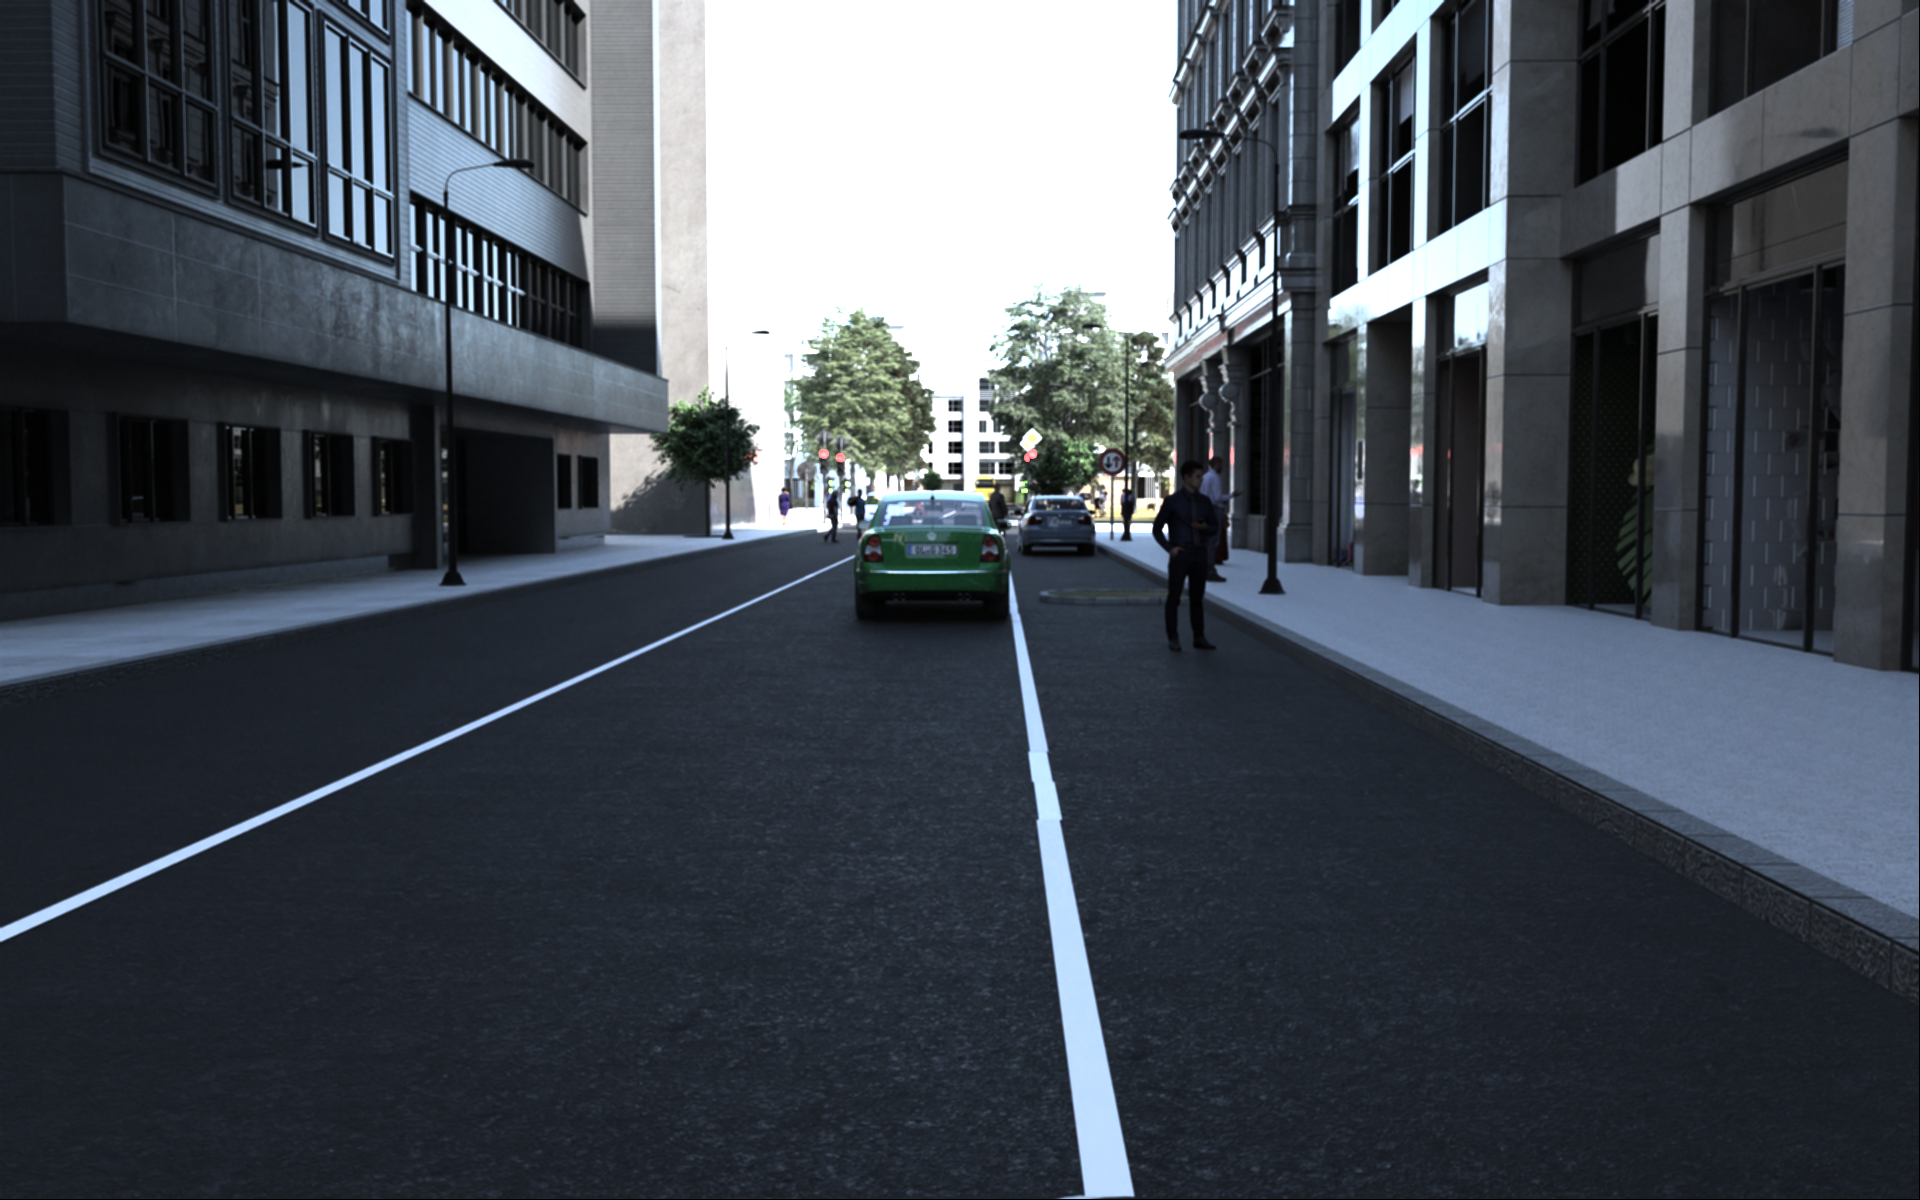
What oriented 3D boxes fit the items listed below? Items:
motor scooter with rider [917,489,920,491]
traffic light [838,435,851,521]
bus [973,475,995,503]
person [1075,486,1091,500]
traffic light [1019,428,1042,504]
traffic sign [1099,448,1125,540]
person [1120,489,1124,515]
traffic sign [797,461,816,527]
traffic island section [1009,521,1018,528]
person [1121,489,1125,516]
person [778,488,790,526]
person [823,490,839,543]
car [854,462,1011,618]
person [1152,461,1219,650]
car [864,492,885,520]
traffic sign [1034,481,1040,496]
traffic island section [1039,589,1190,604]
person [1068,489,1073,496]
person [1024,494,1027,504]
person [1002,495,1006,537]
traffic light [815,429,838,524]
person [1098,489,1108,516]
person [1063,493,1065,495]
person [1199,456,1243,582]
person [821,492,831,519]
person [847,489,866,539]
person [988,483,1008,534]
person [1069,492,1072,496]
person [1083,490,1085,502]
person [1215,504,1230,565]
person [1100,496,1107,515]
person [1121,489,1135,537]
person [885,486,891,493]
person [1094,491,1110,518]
[{"bbox_3d":[-2.359,-5.292,95.487,0.876,1.779,1.986,0,4,-1],"label":"motor scooter with rider"},{"bbox_3d":[-5.567,-5.637,81.413,0.839,4.213,0.868,0,4,1],"label":"traffic light"},{"bbox_3d":[3.210,-14.449,227.789,2.896,3.916,12.252,0,3,0],"label":"bus"},{"bbox_3d":[4.715,-3.614,67.009,0.647,1.594,0.662,-2,4,-27],"label":"person"},{"bbox_3d":[3.033,-5.139,73.271,0.839,4.213,0.868,0,4,1],"label":"traffic light"},{"bbox_3d":[4.257,-2.956,48.441,0.768,2.556,0.104,0,4,2],"label":"traffic sign"},{"bbox_3d":[9.838,-5.888,104.187,0.662,1.594,0.647,3,5,39],"label":"person"},{"bbox_3d":[-5.959,-4.103,67.187,0.768,2.556,0.104,0,4,6],"label":"traffic sign"},{"bbox_3d":[3.232,-3.614,81.367,2.009,0.180,2.903,0,4,1],"label":"traffic island section"},{"bbox_3d":[9.442,-5.562,98.943,0.435,1.587,0.963,-3,5,-43],"label":"person"},{"bbox_3d":[-6.952,-3.676,68.518,0.453,1.535,0.546,0,4,-6],"label":"person"},{"bbox_3d":[-3.775,-2.467,51.051,0.471,1.553,0.569,0,4,6],"label":"person"},{"bbox_3d":[-0.327,-0.767,21.338,1.959,1.807,4.718,0,4,0],"label":"car"},{"bbox_3d":[2.123,-0.411,15.932,0.576,1.737,0.504,-2,4,-32],"label":"person"},{"bbox_3d":[-3.231,-3.802,71.748,1.945,1.707,3.694,0,4,2],"label":"car"},{"bbox_3d":[5.854,-7.839,128.271,0.768,2.556,0.104,1,4,9],"label":"traffic sign"},{"bbox_3d":[2.072,-0.039,23.498,1.991,0.108,1.994,0,4,1],"label":"traffic island section"},{"bbox_3d":[9.967,-9.366,159.852,1.217,1.739,0.721,1,4,9],"label":"person"},{"bbox_3d":[8.140,-12.735,214.390,0.705,1.807,1.348,1,4,13],"label":"person"},{"bbox_3d":[1.255,-3.001,58.482,0.530,1.710,0.541,-3,5,-41],"label":"person"},{"bbox_3d":[-5.727,-5.149,73.430,0.839,4.213,0.868,0,4,1],"label":"traffic light"},{"bbox_3d":[8.292,-5.615,100.057,0.569,1.553,0.471,-2,4,-28],"label":"person"},{"bbox_3d":[3.376,-2.747,55.685,0.388,1.546,0.482,1,4,21],"label":"person"},{"bbox_3d":[3.845,-1.200,25.535,0.599,1.838,0.709,-1,4,-14],"label":"person"},{"bbox_3d":[-6.823,-4.857,88.148,0.600,1.496,0.574,-3,4,-37],"label":"person"},{"bbox_3d":[-3.224,-2.726,54.938,0.662,1.594,0.647,3,5,40],"label":"person"},{"bbox_3d":[1.093,-2.481,49.610,0.434,1.755,0.990,-2,4,-32],"label":"person"},{"bbox_3d":[9.378,-8.408,146.707,0.628,1.438,0.799,-3,4,-37],"label":"person"},{"bbox_3d":[11.347,-9.362,159.912,0.742,1.727,0.445,3,5,43],"label":"person"},{"bbox_3d":[4.659,-1.402,31.439,0.387,1.526,0.523,2,4,34],"label":"person"},{"bbox_3d":[8.729,-5.867,105.209,0.421,1.427,0.697,2,4,25],"label":"person"},{"bbox_3d":[4.962,-2.567,51.247,0.421,1.427,0.697,1,4,13],"label":"person"},{"bbox_3d":[-5.391,-7.457,127.831,0.709,1.838,0.599,1,4,22],"label":"person"},{"bbox_3d":[7.535,-5.080,92.284,0.799,1.438,0.628,-2,4,-32],"label":"person"}]
